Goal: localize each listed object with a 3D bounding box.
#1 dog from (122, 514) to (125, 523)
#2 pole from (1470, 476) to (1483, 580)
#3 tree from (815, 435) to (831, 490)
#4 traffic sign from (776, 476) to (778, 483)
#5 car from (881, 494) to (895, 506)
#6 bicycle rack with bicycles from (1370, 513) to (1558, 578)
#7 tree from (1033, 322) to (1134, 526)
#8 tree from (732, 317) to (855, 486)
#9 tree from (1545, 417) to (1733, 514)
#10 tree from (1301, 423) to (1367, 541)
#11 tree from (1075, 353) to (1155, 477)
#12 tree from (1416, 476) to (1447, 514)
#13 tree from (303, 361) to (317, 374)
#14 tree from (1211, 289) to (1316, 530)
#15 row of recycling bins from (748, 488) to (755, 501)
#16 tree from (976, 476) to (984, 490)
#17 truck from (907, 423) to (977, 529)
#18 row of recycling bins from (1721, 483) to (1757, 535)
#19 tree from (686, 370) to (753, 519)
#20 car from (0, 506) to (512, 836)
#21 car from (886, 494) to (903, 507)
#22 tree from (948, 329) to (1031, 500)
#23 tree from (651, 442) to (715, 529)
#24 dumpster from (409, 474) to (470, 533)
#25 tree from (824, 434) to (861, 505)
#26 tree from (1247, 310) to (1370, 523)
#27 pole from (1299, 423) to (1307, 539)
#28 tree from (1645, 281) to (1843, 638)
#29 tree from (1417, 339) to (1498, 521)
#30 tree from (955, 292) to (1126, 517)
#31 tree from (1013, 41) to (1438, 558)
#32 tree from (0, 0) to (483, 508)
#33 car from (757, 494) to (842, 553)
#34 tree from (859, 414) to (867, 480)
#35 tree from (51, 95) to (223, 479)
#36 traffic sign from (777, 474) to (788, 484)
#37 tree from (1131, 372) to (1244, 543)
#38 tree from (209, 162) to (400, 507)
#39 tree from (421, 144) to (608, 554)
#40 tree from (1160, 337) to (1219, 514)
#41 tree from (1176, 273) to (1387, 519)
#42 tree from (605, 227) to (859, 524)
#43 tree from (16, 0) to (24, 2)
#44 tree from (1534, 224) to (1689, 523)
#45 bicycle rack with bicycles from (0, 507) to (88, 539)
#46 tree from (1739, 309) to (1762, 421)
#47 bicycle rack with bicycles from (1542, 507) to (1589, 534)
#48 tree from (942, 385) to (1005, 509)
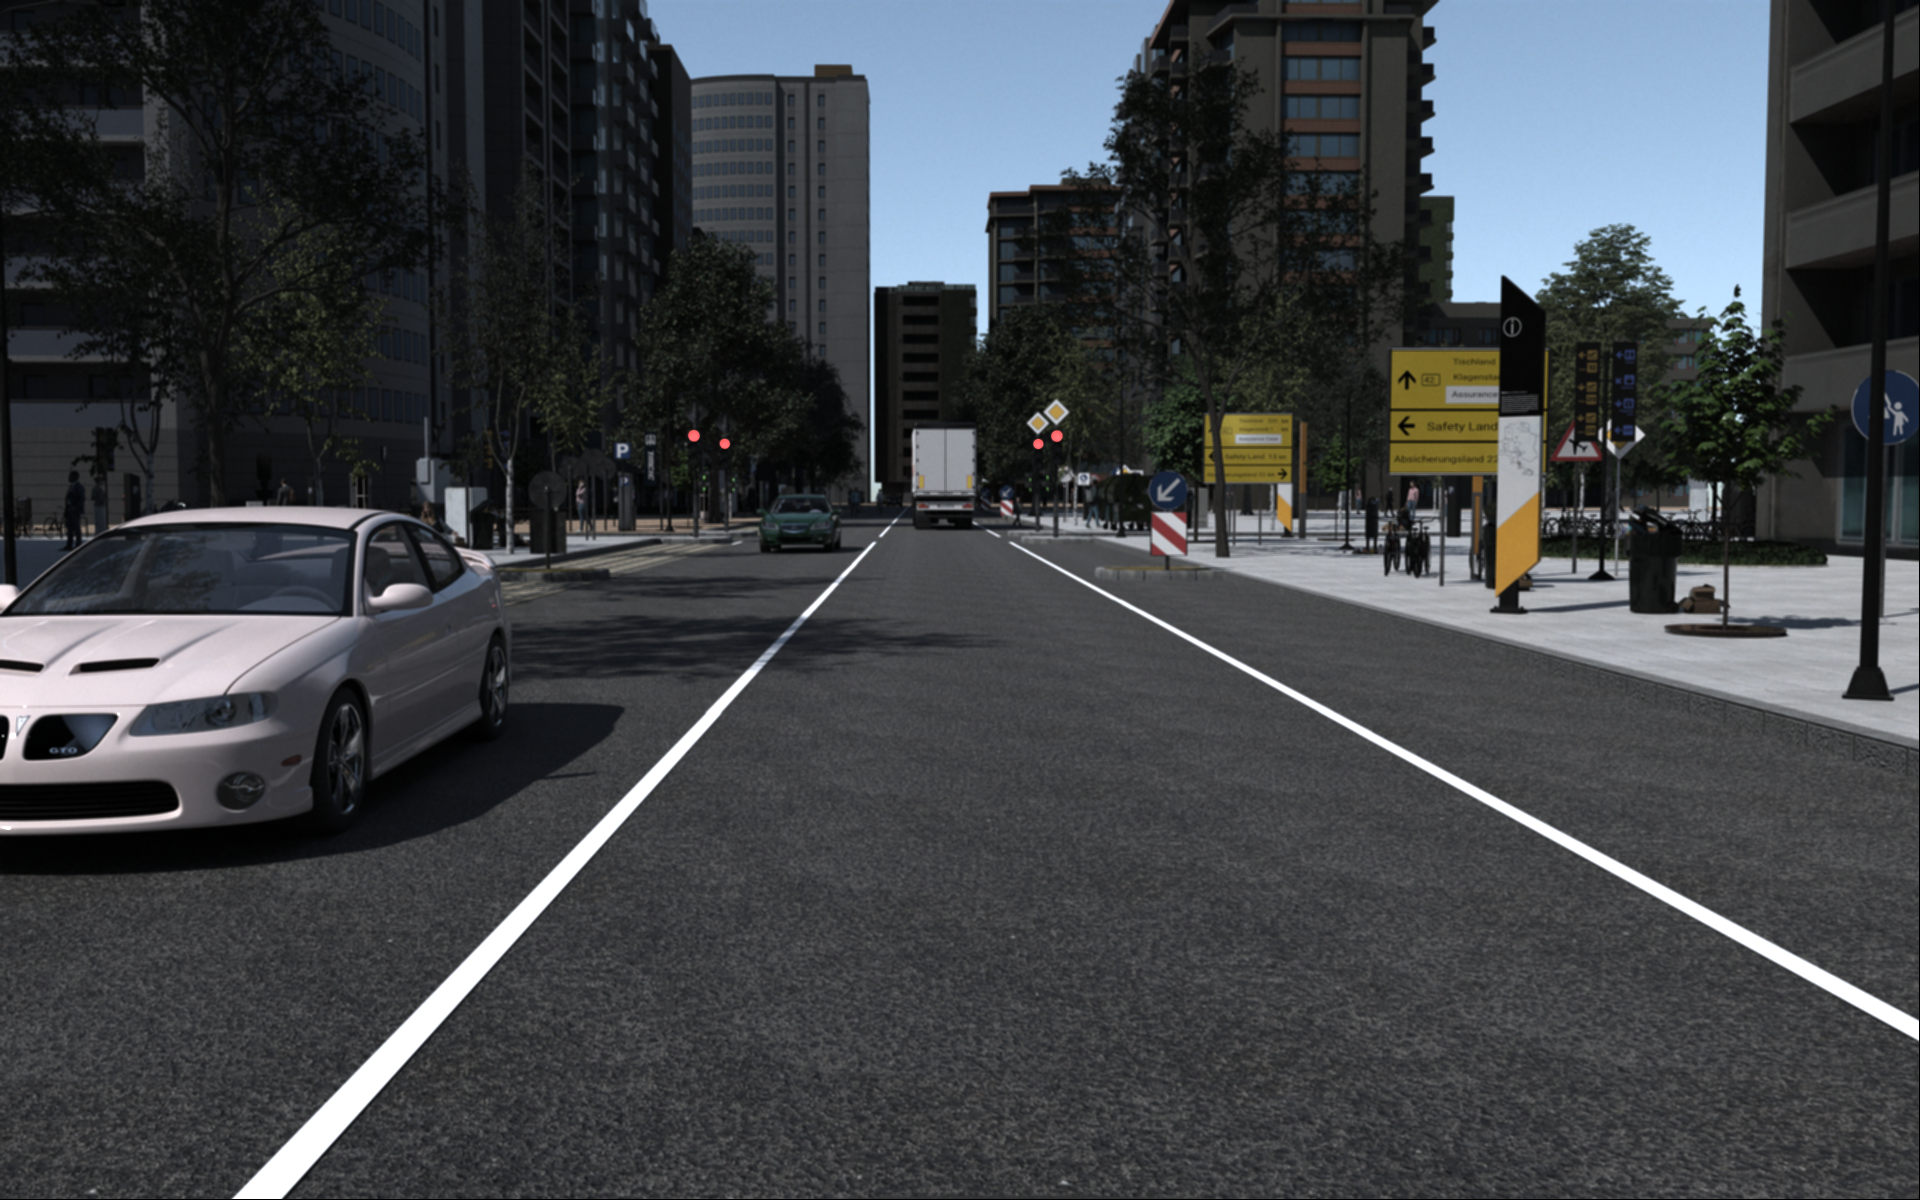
[{"bbox_3d":[-32.290,-3.074,67.087,0.406,0.507,0.540,-3,5,-42],"label":"dog"},{"bbox_3d":[7.738,-1.959,25.870,0.158,3.312,0.155,0,3,0],"label":"pole"},{"bbox_3d":[-13.630,-13.900,177.624,4.737,8.622,4.395,0,3,0],"label":"tree"},{"bbox_3d":[-11.896,-6.707,109.772,0.768,2.556,0.104,0,4,2],"label":"traffic sign"},{"bbox_3d":[-8.604,-11.954,205.671,2.015,1.641,3.980,0,4,-2],"label":"car"},{"bbox_3d":[7.675,-0.858,27.408,2.852,0.926,2.925,2,4,29],"label":"bicycle rack with bicycles"},{"bbox_3d":[4.832,-7.351,70.555,4.737,8.622,4.395,0,3,0],"label":"tree"},{"bbox_3d":[-11.925,-12.859,120.614,12.009,13.543,11.850,0,3,0],"label":"tree"},{"bbox_3d":[44.951,-9.630,120.351,11.467,7.101,20.602,-1,4,-16],"label":"tree"},{"bbox_3d":[10.388,-3.237,47.533,1.663,3.219,1.824,0,3,0],"label":"tree"},{"bbox_3d":[7.771,-8.499,89.315,4.360,8.622,3.978,0,3,0],"label":"tree"},{"bbox_3d":[31.286,-10.054,114.749,4.360,8.622,3.978,0,3,0],"label":"tree"},{"bbox_3d":[-19.347,-5.812,45.392,4.360,8.622,3.978,0,3,0],"label":"tree"},{"bbox_3d":[10.837,-6.775,61.129,4.737,8.622,4.395,0,3,0],"label":"tree"},{"bbox_3d":[-13.718,-7.302,126.505,3.534,1.692,1.069,0,4,-4],"label":"row of recycling bins"},{"bbox_3d":[2.539,-14.836,192.927,4.737,8.622,4.395,0,3,0],"label":"tree"},{"bbox_3d":[-0.798,-5.175,73.522,2.839,4.237,11.283,0,4,-2],"label":"truck"},{"bbox_3d":[24.518,-2.718,51.547,3.534,1.692,1.069,0,4,0],"label":"row of recycling bins"},{"bbox_3d":[-11.820,-8.407,87.819,4.360,8.622,3.978,0,3,0],"label":"tree"},{"bbox_3d":[-3.565,0.221,8.741,2.083,1.381,4.827,0,4,-2],"label":"car"},{"bbox_3d":[-7.598,-11.657,200.383,2.009,1.686,4.222,0,4,-3],"label":"car"},{"bbox_3d":[3.794,-13.754,131.532,9.857,13.997,8.962,0,3,0],"label":"tree"},{"bbox_3d":[-10.263,-4.293,64.795,1.663,3.219,1.824,0,3,0],"label":"tree"},{"bbox_3d":[-14.345,-2.567,47.735,1.264,1.857,1.865,0,4,-1],"label":"dumpster"},{"bbox_3d":[-13.999,-15.535,204.361,4.360,8.622,3.978,0,3,0],"label":"tree"},{"bbox_3d":[13.113,-7.146,67.201,4.360,8.622,3.978,0,3,0],"label":"tree"},{"bbox_3d":[9.818,-3.410,49.595,0.158,3.312,0.155,0,3,0],"label":"pole"},{"bbox_3d":[7.168,-1.298,15.824,1.663,3.219,1.824,0,3,0],"label":"tree"},{"bbox_3d":[22.380,-8.010,81.327,4.737,8.622,4.395,0,3,0],"label":"tree"},{"bbox_3d":[4.388,-11.128,98.949,9.611,12.733,9.660,0,3,0],"label":"tree"},{"bbox_3d":[5.355,-6.163,35.175,8.767,10.594,7.601,0,3,0],"label":"tree"},{"bbox_3d":[-10.066,-5.395,22.617,8.767,10.594,7.601,2,4,30],"label":"tree"},{"bbox_3d":[-4.012,-1.964,43.917,2.131,1.459,4.920,0,4,-1],"label":"car"},{"bbox_3d":[-12.169,-13.786,142.411,9.611,12.733,9.660,0,3,0],"label":"tree"},{"bbox_3d":[-15.145,-5.015,32.359,4.360,8.622,3.978,0,3,0],"label":"tree"},{"bbox_3d":[-11.502,-6.844,112.005,0.768,2.556,0.104,0,4,5],"label":"traffic sign"},{"bbox_3d":[6.168,-3.798,45.813,4.285,4.588,4.351,0,3,0],"label":"tree"},{"bbox_3d":[-14.119,-5.342,37.712,4.737,8.622,4.395,0,3,0],"label":"tree"},{"bbox_3d":[-9.669,-5.306,37.123,4.360,8.622,3.978,0,3,0],"label":"tree"},{"bbox_3d":[16.657,-11.493,113.658,9.928,11.665,9.643,0,3,0],"label":"tree"},{"bbox_3d":[17.538,-10.553,89.543,9.611,12.733,9.660,0,3,0],"label":"tree"},{"bbox_3d":[-10.518,-9.649,74.771,9.611,12.733,9.660,0,3,0],"label":"tree"},{"bbox_3d":[-9.564,-5.195,10.693,9.928,11.665,9.643,0,3,0],"label":"tree"},{"bbox_3d":[27.228,-9.503,73.506,7.486,12.596,7.792,0,3,0],"label":"tree"},{"bbox_3d":[-26.731,-2.244,50.067,2.852,0.926,2.925,0,4,-4],"label":"bicycle rack with bicycles"},{"bbox_3d":[31.630,-7.110,66.606,4.360,8.622,3.978,0,3,0],"label":"tree"},{"bbox_3d":[16.456,-2.173,48.908,2.852,0.926,2.925,0,4,-2],"label":"bicycle rack with bicycles"},{"bbox_3d":[2.109,-16.183,174.966,12.009,13.543,11.850,0,3,0],"label":"tree"}]
